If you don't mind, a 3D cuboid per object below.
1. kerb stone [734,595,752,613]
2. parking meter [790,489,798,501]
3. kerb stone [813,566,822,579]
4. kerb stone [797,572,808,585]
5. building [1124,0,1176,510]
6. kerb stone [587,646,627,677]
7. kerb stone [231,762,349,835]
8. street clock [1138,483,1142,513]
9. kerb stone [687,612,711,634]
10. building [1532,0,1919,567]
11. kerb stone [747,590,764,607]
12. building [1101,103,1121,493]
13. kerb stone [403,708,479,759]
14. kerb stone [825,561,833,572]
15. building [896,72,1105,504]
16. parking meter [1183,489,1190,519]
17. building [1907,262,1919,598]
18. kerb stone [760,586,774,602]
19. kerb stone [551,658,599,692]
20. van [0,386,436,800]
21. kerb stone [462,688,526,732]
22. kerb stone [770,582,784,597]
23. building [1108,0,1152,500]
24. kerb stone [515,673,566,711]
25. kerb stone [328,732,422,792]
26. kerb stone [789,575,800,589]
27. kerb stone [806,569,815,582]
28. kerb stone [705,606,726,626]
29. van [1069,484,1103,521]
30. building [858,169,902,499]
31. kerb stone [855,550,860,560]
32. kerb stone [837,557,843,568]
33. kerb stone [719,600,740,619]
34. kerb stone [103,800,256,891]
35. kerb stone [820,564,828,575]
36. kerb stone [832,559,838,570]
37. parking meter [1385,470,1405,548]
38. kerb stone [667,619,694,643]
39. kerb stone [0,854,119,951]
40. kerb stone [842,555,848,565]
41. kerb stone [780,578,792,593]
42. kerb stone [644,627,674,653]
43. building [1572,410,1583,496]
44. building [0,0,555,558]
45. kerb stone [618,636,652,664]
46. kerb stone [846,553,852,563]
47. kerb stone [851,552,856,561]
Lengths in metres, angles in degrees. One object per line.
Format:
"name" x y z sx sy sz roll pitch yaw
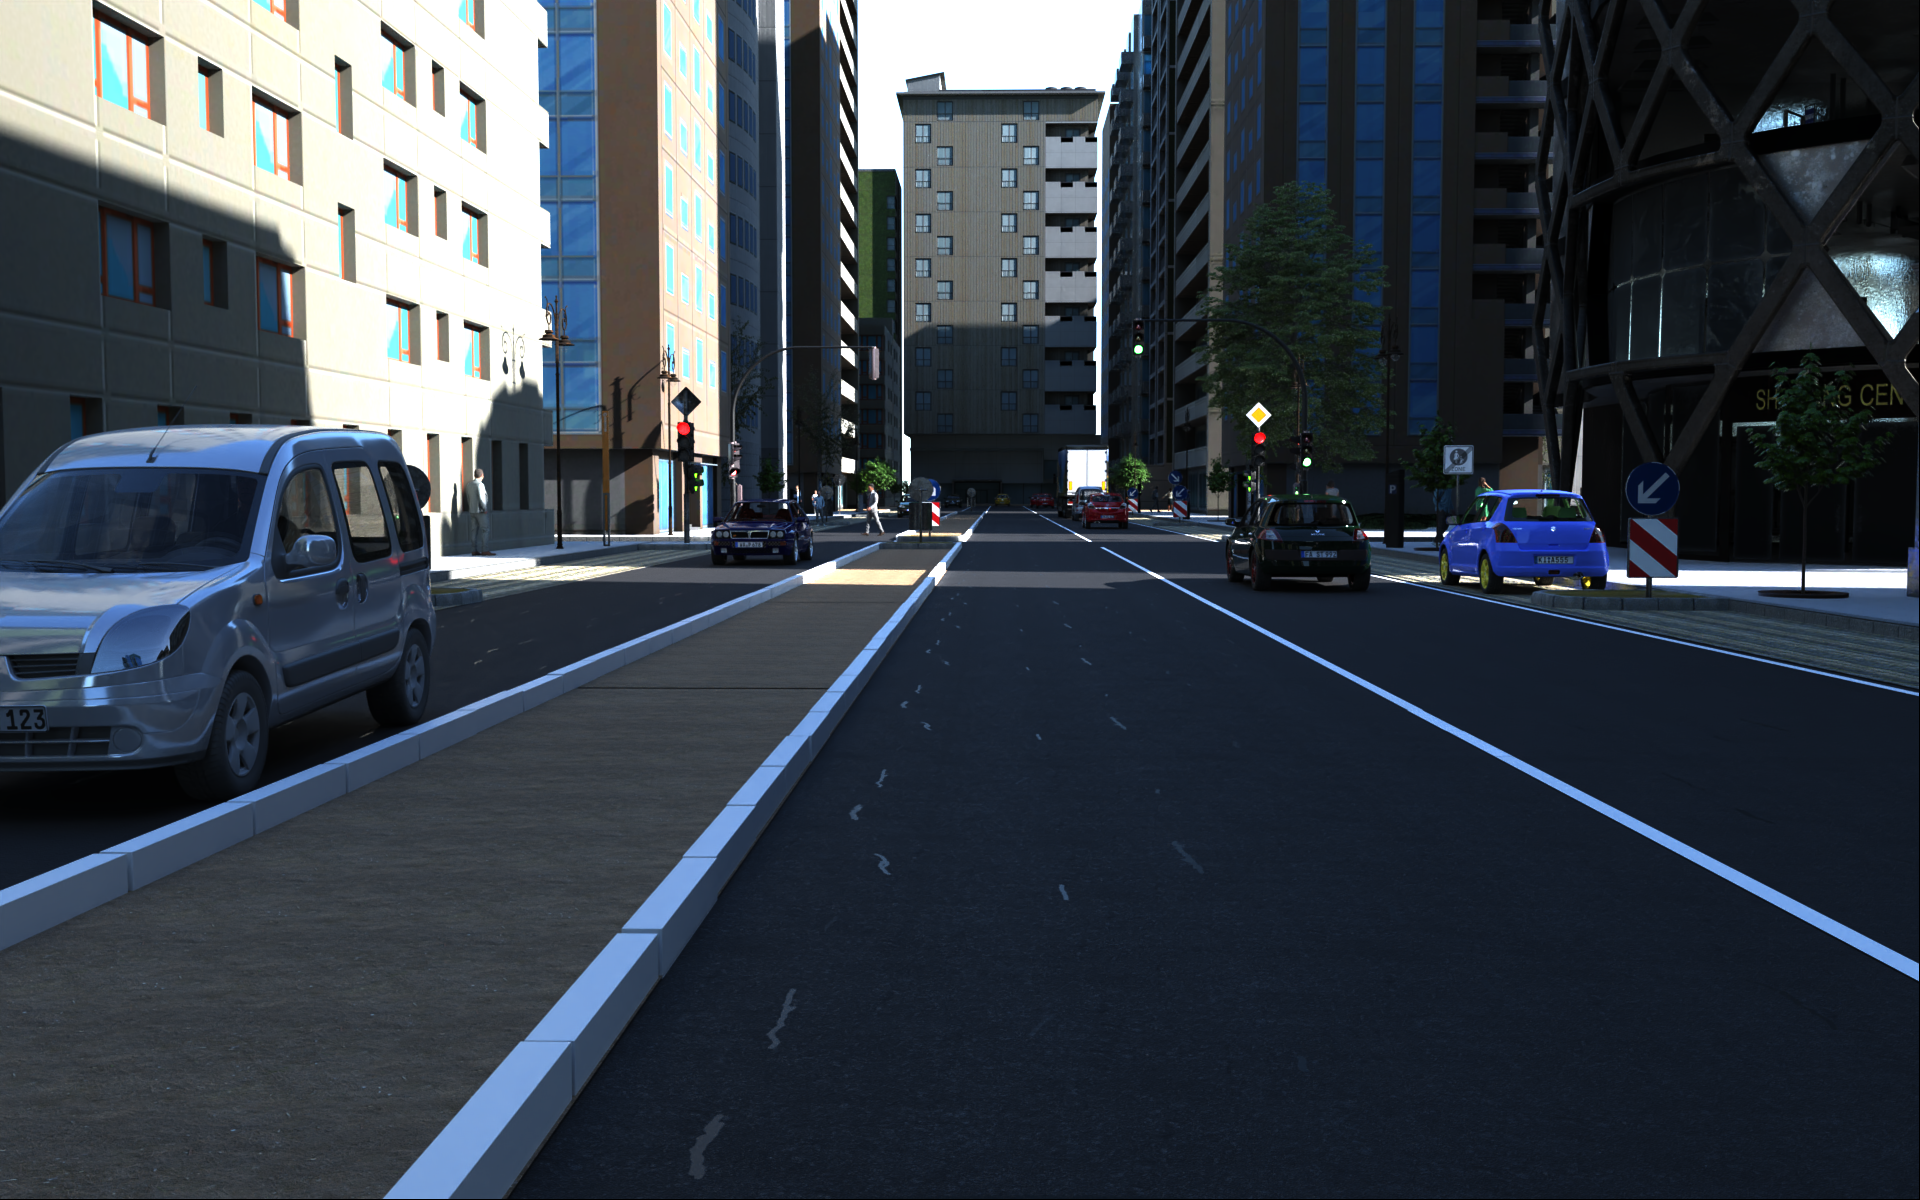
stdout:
"kerb stone" -2.689 0.071 21.036 0.120 0.150 1.000 0 4 1
"parking meter" -7.929 -4.546 82.734 0.372 1.533 0.369 0 3 0
"kerb stone" -2.488 -0.433 29.269 0.120 0.150 1.000 0 4 1
"kerb stone" -2.547 -0.306 27.211 0.120 0.150 1.000 0 4 1
"building" 25.014 -43.292 146.073 20.563 71.187 20.611 0 4 1
"kerb stone" -2.857 0.509 13.873 0.120 0.150 1.000 0 4 1
"kerb stone" -2.988 0.885 7.728 0.120 0.150 1.000 0 4 1
"street clock" 12.119 -6.877 117.001 0.358 2.002 0.471 1 4 9
"kerb stone" -2.753 0.258 17.970 0.120 0.150 1.000 0 4 1
"building" 20.803 -10.258 35.164 16.820 18.784 16.811 0 4 1
"kerb stone" -2.664 0.008 22.064 0.120 0.150 1.000 0 4 1
"building" 23.218 -33.316 194.828 14.600 45.320 14.200 0 4 1
"kerb stone" -2.937 0.760 9.771 0.120 0.150 1.000 0 4 1
"kerb stone" -2.448 -0.558 31.320 0.120 0.150 1.000 0 4 1
"building" 6.314 -38.891 225.110 27.495 52.752 28.713 0 4 1
"parking meter" 11.492 -4.863 87.920 0.372 1.533 0.369 0 3 0
"building" 16.341 -9.963 12.052 9.793 20.994 18.267 0 4 1
"kerb stone" -2.640 -0.050 23.095 0.120 0.150 1.000 0 4 1
"kerb stone" -2.873 0.572 12.851 0.120 0.150 1.000 0 4 1
"van" -4.188 -0.146 9.407 2.013 2.044 4.112 0 4 0
"kerb stone" -2.922 0.697 10.799 0.120 0.150 1.000 0 4 1
"kerb stone" -2.610 -0.117 24.116 0.120 0.150 1.000 0 4 1
"building" 26.492 -33.807 172.348 23.786 49.044 30.456 0 4 1
"kerb stone" -2.896 0.641 11.827 0.120 0.150 1.000 0 4 1
"kerb stone" -2.960 0.822 8.750 0.120 0.150 1.000 0 4 1
"kerb stone" -2.572 -0.244 26.179 0.120 0.150 1.000 0 4 1
"kerb stone" -2.518 -0.366 28.236 0.120 0.150 1.000 0 4 1
"kerb stone" -2.728 0.198 18.992 0.120 0.150 1.000 0 4 1
"van" 6.888 -5.254 92.921 2.013 2.044 4.112 0 4 1
"building" -14.596 -32.837 220.475 14.086 41.232 14.154 0 4 1
"kerb stone" -2.312 -0.934 37.461 0.120 0.150 1.000 0 4 1
"kerb stone" -2.407 -0.679 33.370 0.120 0.150 1.000 0 4 1
"kerb stone" -2.709 0.133 20.014 0.120 0.150 1.000 0 4 1
"kerb stone" -3.012 0.947 6.707 0.120 0.150 1.000 0 4 1
"kerb stone" -2.471 -0.495 30.292 0.120 0.150 1.000 0 4 1
"kerb stone" -2.431 -0.616 32.349 0.120 0.150 1.000 0 4 1
"parking meter" 10.395 -2.183 41.405 0.255 1.863 0.399 -3 5 -43
"kerb stone" -2.776 0.323 16.946 0.120 0.150 1.000 0 4 1
"kerb stone" -3.041 1.010 5.681 0.120 0.150 1.000 0 4 1
"kerb stone" -2.383 -0.746 34.392 0.120 0.150 1.000 0 4 1
"kerb stone" -2.589 -0.179 25.138 0.120 0.150 1.000 0 4 1
"kerb stone" -2.804 0.384 15.920 0.120 0.150 1.000 0 4 1
"building" 70.409 -36.524 186.413 27.495 52.752 28.713 0 4 1
"building" -25.154 -11.330 30.281 28.899 21.520 27.650 0 4 1
"kerb stone" -2.829 0.447 14.895 0.120 0.150 1.000 0 4 1
"kerb stone" -2.361 -0.808 35.414 0.120 0.150 1.000 0 4 1
"kerb stone" -2.344 -0.871 36.435 0.120 0.150 1.000 0 4 1
